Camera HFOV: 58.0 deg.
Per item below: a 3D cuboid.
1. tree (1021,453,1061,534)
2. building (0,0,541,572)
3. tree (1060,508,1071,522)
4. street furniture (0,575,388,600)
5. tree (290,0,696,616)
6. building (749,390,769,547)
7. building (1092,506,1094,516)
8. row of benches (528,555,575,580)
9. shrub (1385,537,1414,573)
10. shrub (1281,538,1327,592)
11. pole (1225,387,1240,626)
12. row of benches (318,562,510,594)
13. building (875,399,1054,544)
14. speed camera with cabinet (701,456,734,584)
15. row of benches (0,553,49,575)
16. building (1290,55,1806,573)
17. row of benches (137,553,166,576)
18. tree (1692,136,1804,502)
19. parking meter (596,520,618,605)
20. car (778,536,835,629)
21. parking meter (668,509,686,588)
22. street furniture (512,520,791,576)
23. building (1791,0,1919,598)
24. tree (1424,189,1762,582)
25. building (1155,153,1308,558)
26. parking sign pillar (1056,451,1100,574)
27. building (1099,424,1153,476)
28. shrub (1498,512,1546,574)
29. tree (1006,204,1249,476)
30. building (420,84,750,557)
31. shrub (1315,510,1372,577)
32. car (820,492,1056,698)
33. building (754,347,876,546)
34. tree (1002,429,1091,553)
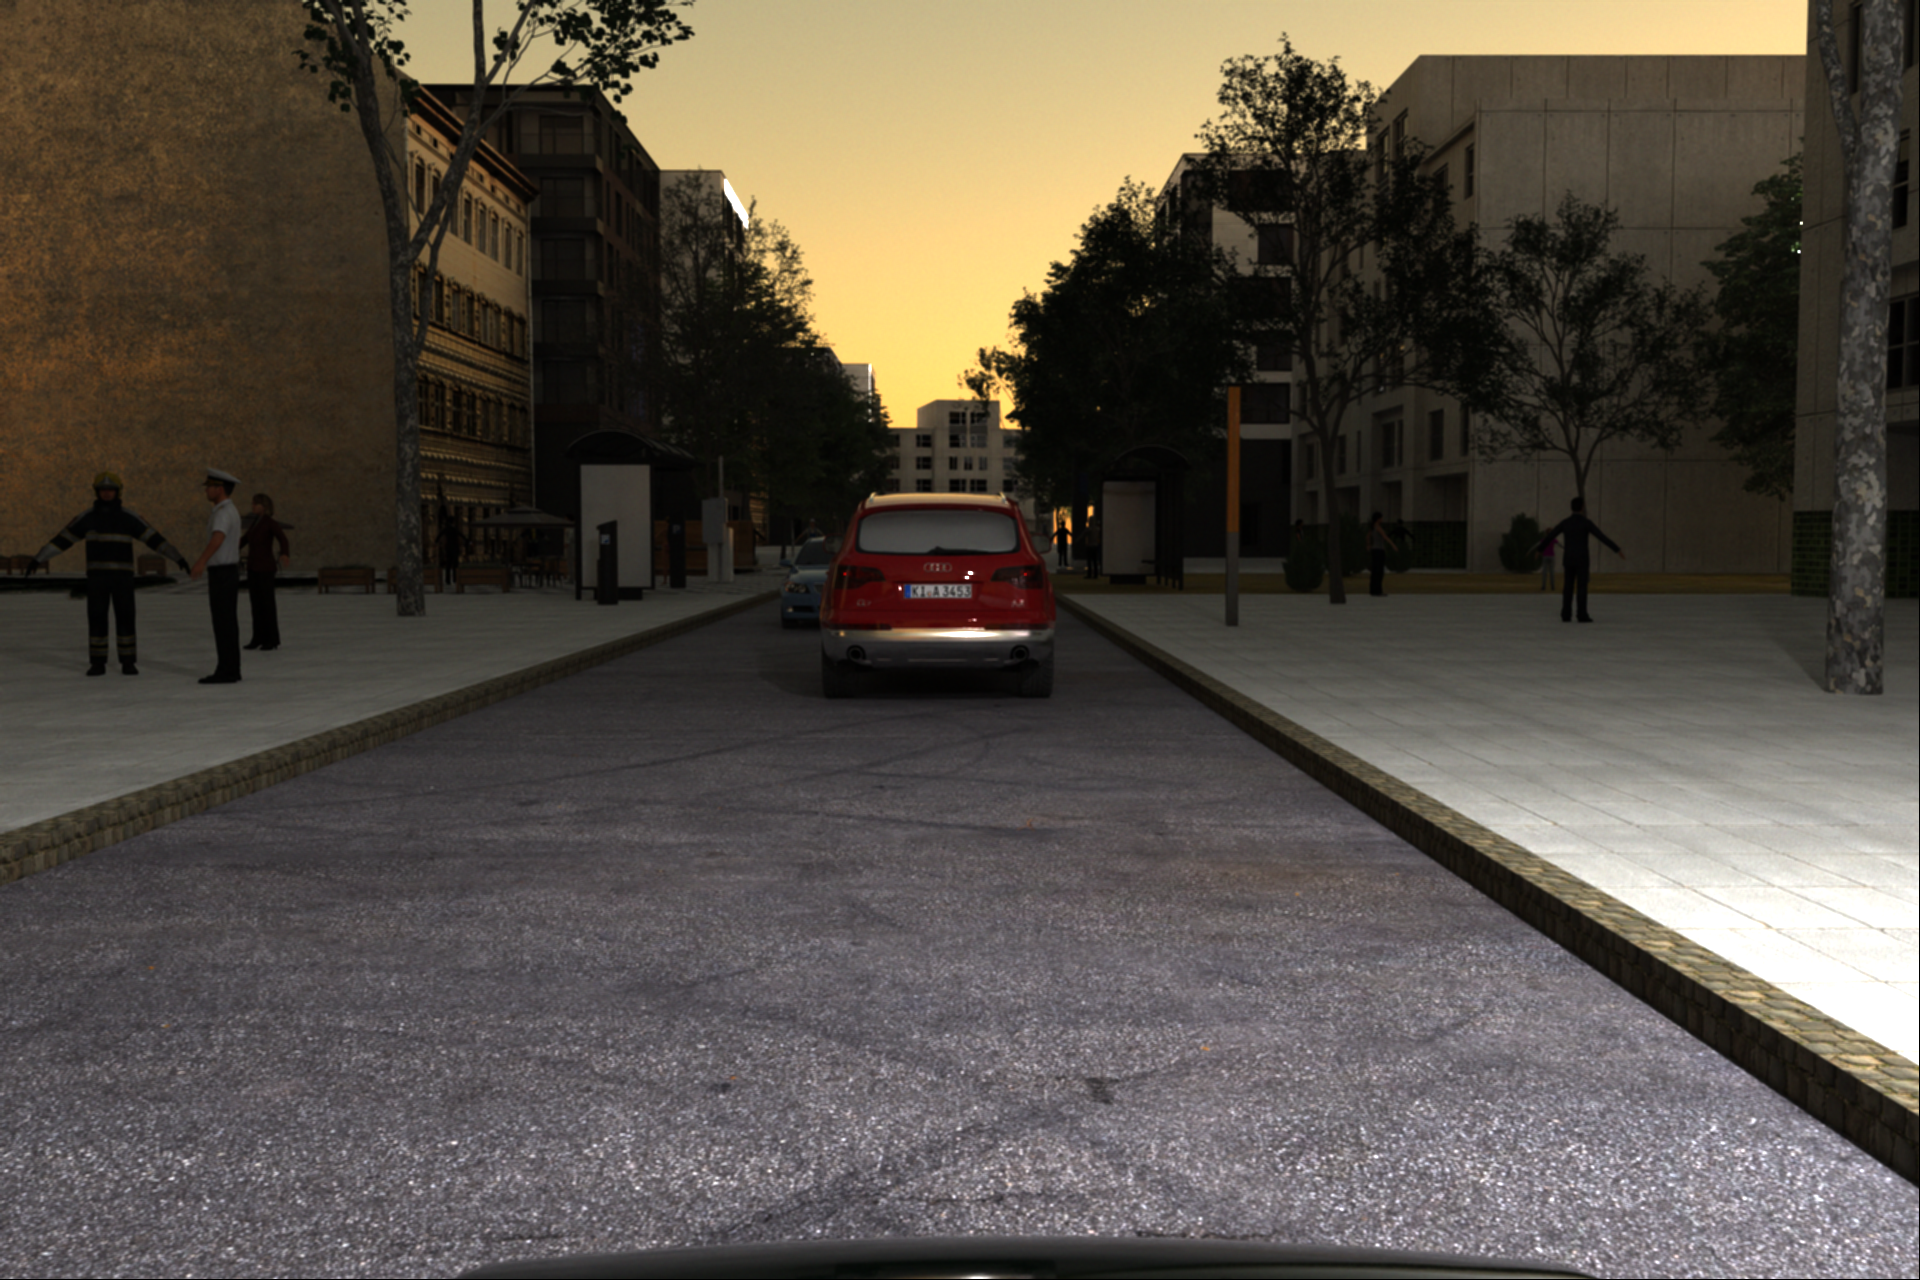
[{"bbox_3d":[5.571,-10.601,123.687,4.360,8.622,3.978,0,3,0],"label":"tree"},{"bbox_3d":[-28.036,-14.454,67.258,19.493,23.208,18.063,0,4,-1],"label":"building"},{"bbox_3d":[15.286,-17.293,233.101,4.737,8.622,4.395,0,3,0],"label":"tree"},{"bbox_3d":[-29.097,-2.224,41.388,27.439,1.986,14.083,1,4,9],"label":"street furniture"},{"bbox_3d":[-7.484,-10.388,25.736,12.611,20.169,13.585,0,3,0],"label":"tree"},{"bbox_3d":[-29.809,-21.087,175.699,19.493,23.208,18.063,0,4,0],"label":"building"},{"bbox_3d":[21.069,-15.956,203.032,9.099,9.664,28.070,0,4,0],"label":"building"},{"bbox_3d":[-10.835,-2.026,48.588,4.104,0.672,1.422,3,5,45],"label":"row of benches"},{"bbox_3d":[14.383,-2.789,56.723,1.383,1.207,1.383,0,3,0],"label":"shrub"},{"bbox_3d":[7.605,-1.661,38.266,1.383,1.207,1.383,0,3,0],"label":"shrub"},{"bbox_3d":[3.798,-1.851,24.112,0.158,3.312,0.155,0,3,0],"label":"pole"},{"bbox_3d":[-11.742,-1.355,37.621,4.104,0.672,1.422,0,4,-7],"label":"row of benches"},{"bbox_3d":[-4.537,-22.337,234.129,31.486,18.905,16.747,-1,4,-10],"label":"building"},{"bbox_3d":[-6.284,-3.091,44.880,0.660,3.252,2.038,0,4,-1],"label":"speed camera with cabinet"},{"bbox_3d":[-30.136,-2.337,53.668,1.422,0.672,4.104,1,4,18],"label":"row of benches"},{"bbox_3d":[25.323,-12.617,72.742,16.747,18.905,31.486,0,3,0],"label":"building"},{"bbox_3d":[-25.132,-2.346,53.822,1.422,0.672,4.104,-2,4,-27],"label":"row of benches"},{"bbox_3d":[26.371,-8.795,50.457,9.857,13.997,8.962,0,3,0],"label":"tree"},{"bbox_3d":[-6.422,-1.414,31.533,0.372,1.533,0.369,0,3,0],"label":"parking meter"},{"bbox_3d":[-1.853,-0.962,27.728,2.014,1.417,4.499,0,4,-1],"label":"car"},{"bbox_3d":[-6.715,-2.163,41.071,0.399,1.863,0.255,0,4,-1],"label":"parking meter"},{"bbox_3d":[-10.457,-3.110,57.700,11.010,1.723,9.812,0,4,8],"label":"street furniture"},{"bbox_3d":[25.746,-9.384,19.889,16.747,18.905,31.486,0,3,0],"label":"building"},{"bbox_3d":[16.742,-6.834,46.156,8.767,10.594,7.601,1,4,10],"label":"tree"},{"bbox_3d":[25.933,-16.245,109.575,27.936,21.610,32.646,0,3,0],"label":"building"},{"bbox_3d":[3.821,-4.105,55.595,1.447,3.967,1.447,0,4,0],"label":"parking sign pillar"},{"bbox_3d":[24.296,-21.172,177.090,19.493,23.208,18.063,0,3,0],"label":"building"},{"bbox_3d":[18.190,-3.152,55.955,1.690,2.028,1.600,0,3,0],"label":"shrub"},{"bbox_3d":[4.725,-7.040,49.514,7.601,10.594,8.767,1,4,11],"label":"tree"},{"bbox_3d":[-27.292,-15.370,95.280,27.936,21.610,32.646,0,4,-1],"label":"building"},{"bbox_3d":[11.422,-2.874,51.417,1.690,2.028,1.600,0,3,0],"label":"shrub"},{"bbox_3d":[-0.217,-0.490,16.684,2.281,1.827,5.304,0,4,-1],"label":"car"},{"bbox_3d":[-24.701,-22.113,205.520,27.936,21.610,32.646,0,3,0],"label":"building"},{"bbox_3d":[6.332,-11.123,116.270,7.601,10.594,8.767,0,4,-6],"label":"tree"}]
